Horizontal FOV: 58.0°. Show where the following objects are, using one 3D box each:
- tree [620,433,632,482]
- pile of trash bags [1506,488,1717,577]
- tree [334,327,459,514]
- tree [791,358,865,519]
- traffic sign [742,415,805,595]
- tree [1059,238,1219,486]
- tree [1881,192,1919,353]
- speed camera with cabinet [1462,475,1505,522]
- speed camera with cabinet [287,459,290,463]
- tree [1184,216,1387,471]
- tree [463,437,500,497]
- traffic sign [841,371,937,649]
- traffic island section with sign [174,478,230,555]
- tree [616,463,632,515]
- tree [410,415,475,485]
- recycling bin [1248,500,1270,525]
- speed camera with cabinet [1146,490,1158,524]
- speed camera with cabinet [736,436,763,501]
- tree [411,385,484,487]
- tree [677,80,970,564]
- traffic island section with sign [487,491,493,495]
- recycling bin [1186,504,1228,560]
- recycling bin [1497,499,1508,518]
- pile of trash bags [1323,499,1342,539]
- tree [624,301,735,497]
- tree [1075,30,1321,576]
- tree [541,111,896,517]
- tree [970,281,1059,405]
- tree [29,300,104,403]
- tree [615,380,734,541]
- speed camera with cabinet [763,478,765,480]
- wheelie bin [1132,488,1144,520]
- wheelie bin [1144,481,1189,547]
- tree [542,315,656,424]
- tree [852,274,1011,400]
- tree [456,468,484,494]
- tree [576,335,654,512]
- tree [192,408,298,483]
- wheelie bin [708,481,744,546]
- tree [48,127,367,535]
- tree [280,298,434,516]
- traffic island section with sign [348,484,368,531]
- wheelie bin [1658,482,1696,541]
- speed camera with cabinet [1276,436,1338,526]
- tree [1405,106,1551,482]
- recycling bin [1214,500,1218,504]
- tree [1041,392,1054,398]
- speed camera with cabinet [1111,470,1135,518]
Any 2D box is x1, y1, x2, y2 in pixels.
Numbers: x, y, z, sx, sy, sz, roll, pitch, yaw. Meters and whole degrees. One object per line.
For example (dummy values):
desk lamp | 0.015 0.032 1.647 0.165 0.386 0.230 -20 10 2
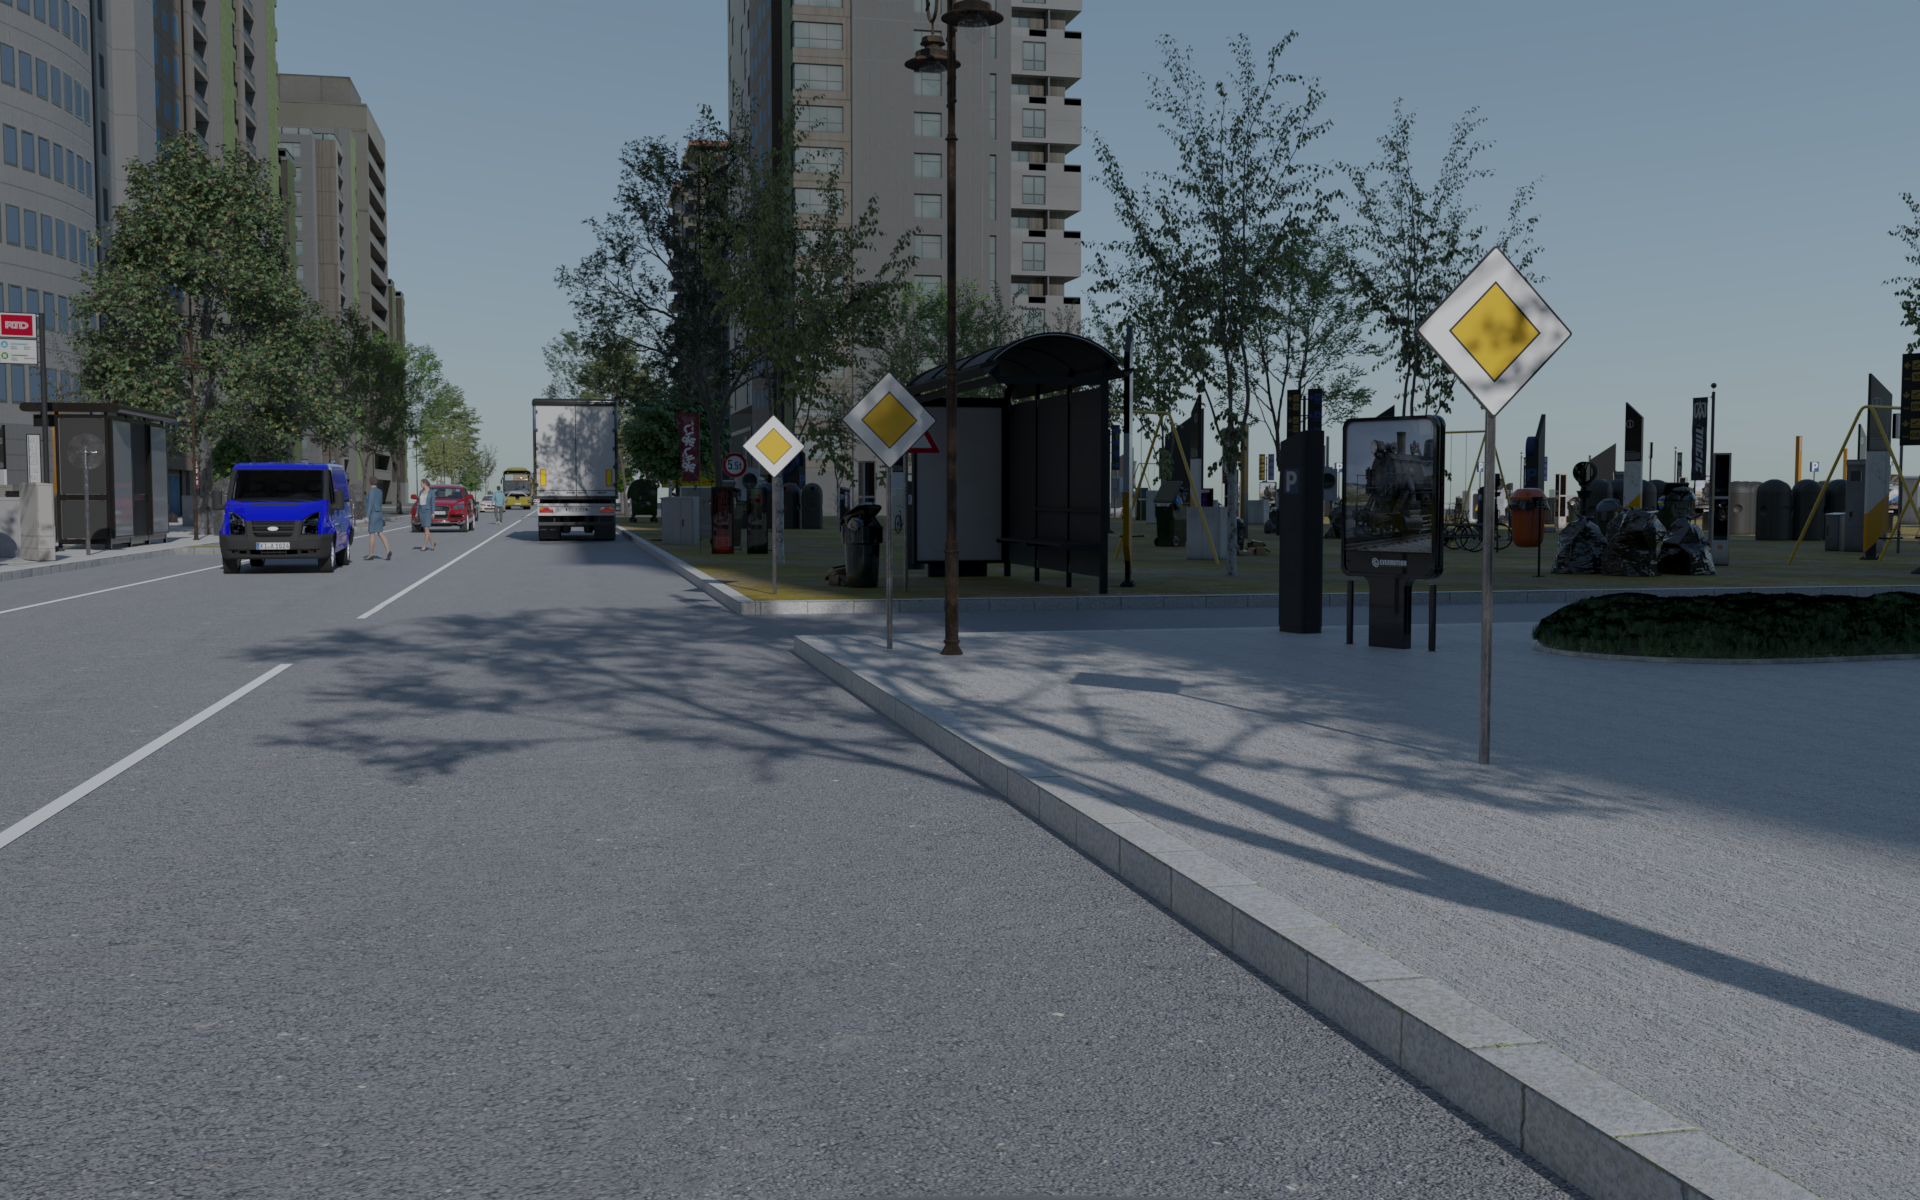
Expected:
tree | -42.950 -17.557 204.071 9.611 12.733 9.660 0 3 0
pile of trash bags | 10.177 -1.088 27.543 3.447 1.369 1.912 -1 4 -22
tree | -35.696 -11.229 109.350 9.928 11.665 9.643 0 3 0
tree | -6.327 -8.429 88.183 4.360 8.622 3.978 0 3 0
traffic sign | -2.371 -1.127 22.072 0.795 2.450 0.064 -1 4 -13
tree | 5.586 -6.039 49.100 4.737 8.622 4.395 0 3 0
tree | 22.937 -5.425 39.064 4.737 8.622 4.395 0 3 0
speed camera with cabinet | 24.010 -5.202 79.384 2.038 3.252 0.660 -2 4 -25
speed camera with cabinet | -26.483 -4.486 67.678 0.660 3.252 2.038 -2 4 -26
tree | 12.316 -8.576 65.965 9.928 11.665 9.643 0 3 0
tree | -61.204 -16.388 218.307 4.360 8.622 3.978 0 3 0
traffic sign | -0.586 -0.651 14.288 0.795 2.450 0.064 -1 4 -13
traffic island section with sign | -17.862 -2.048 42.114 1.989 1.847 2.006 -1 4 -13
tree | -20.751 -6.795 105.707 1.663 3.219 1.824 0 3 0
tree | -48.237 -12.792 159.517 4.737 8.622 4.395 0 3 0
recycling bin | 12.659 -3.721 73.389 0.722 1.027 0.722 2 4 30
speed camera with cabinet | 8.885 -4.950 75.264 0.660 3.252 2.038 3 5 40
speed camera with cabinet | -7.860 -3.933 58.643 2.038 3.252 0.660 -2 4 -28
tree | -53.284 -16.037 180.324 7.486 12.596 7.792 0 3 0
tree | -3.097 -4.954 31.355 4.737 8.622 4.395 0 3 0
traffic island section with sign | -53.568 -11.569 197.788 1.989 1.847 2.006 -1 4 -13
recycling bin | 4.906 -1.308 33.946 0.722 1.027 0.722 2 4 32
recycling bin | 27.190 -4.577 87.384 0.722 1.027 0.722 2 4 28
pile of trash bags | 11.806 -2.399 48.973 1.912 1.369 3.447 -1 4 -20
tree | -10.949 -7.078 66.081 4.360 8.622 3.978 0 3 0
tree | 4.045 -4.687 26.994 4.360 8.622 3.978 0 3 0
tree | -5.729 -6.560 41.661 8.767 10.594 7.601 0 4 -4
tree | 1.012 -6.648 59.061 4.737 8.622 4.395 0 3 0
tree | -31.496 -6.901 63.190 4.360 8.622 3.978 0 3 0
tree | -7.849 -3.917 47.752 4.285 4.588 4.351 0 3 0
speed camera with cabinet | -10.354 -6.035 93.011 2.038 3.252 0.660 -3 5 -43
wheelie bin | 8.811 -4.674 84.332 0.980 1.594 0.693 0 4 -6
wheelie bin | 5.152 -2.103 42.298 0.693 1.594 0.980 -3 5 -41
tree | -35.910 -19.817 179.897 12.611 20.169 13.585 0 3 0
tree | -1.301 -9.566 82.157 9.928 11.665 9.643 0 3 0
tree | -58.904 -13.744 208.435 4.285 4.588 4.351 0 3 0
tree | -24.559 -12.592 124.009 7.486 12.596 7.792 0 3 0
tree | -25.969 -4.863 63.220 4.285 4.588 4.351 0 3 0
wheelie bin | -5.782 -2.137 42.852 0.980 1.594 0.693 3 5 39
tree | -23.713 -8.408 54.482 9.611 12.733 9.660 0 3 0
tree | -29.397 -9.020 81.896 7.601 10.594 8.767 0 4 -3
traffic island section with sign | -23.886 -3.655 68.390 1.989 1.847 2.006 -1 4 -13
wheelie bin | 19.296 -2.363 46.543 0.980 1.594 0.693 0 4 -4
speed camera with cabinet | 11.849 -3.966 59.182 2.038 3.252 0.660 1 4 11
tree | 8.902 -5.053 32.975 4.360 8.622 3.978 0 3 0
recycling bin | 11.054 -3.954 77.204 0.722 1.027 0.722 -1 4 -12
tree | 5.449 -7.378 70.994 4.360 8.622 3.978 0 3 0
speed camera with cabinet | 9.029 -6.042 93.124 0.660 3.252 2.038 -3 4 -37
